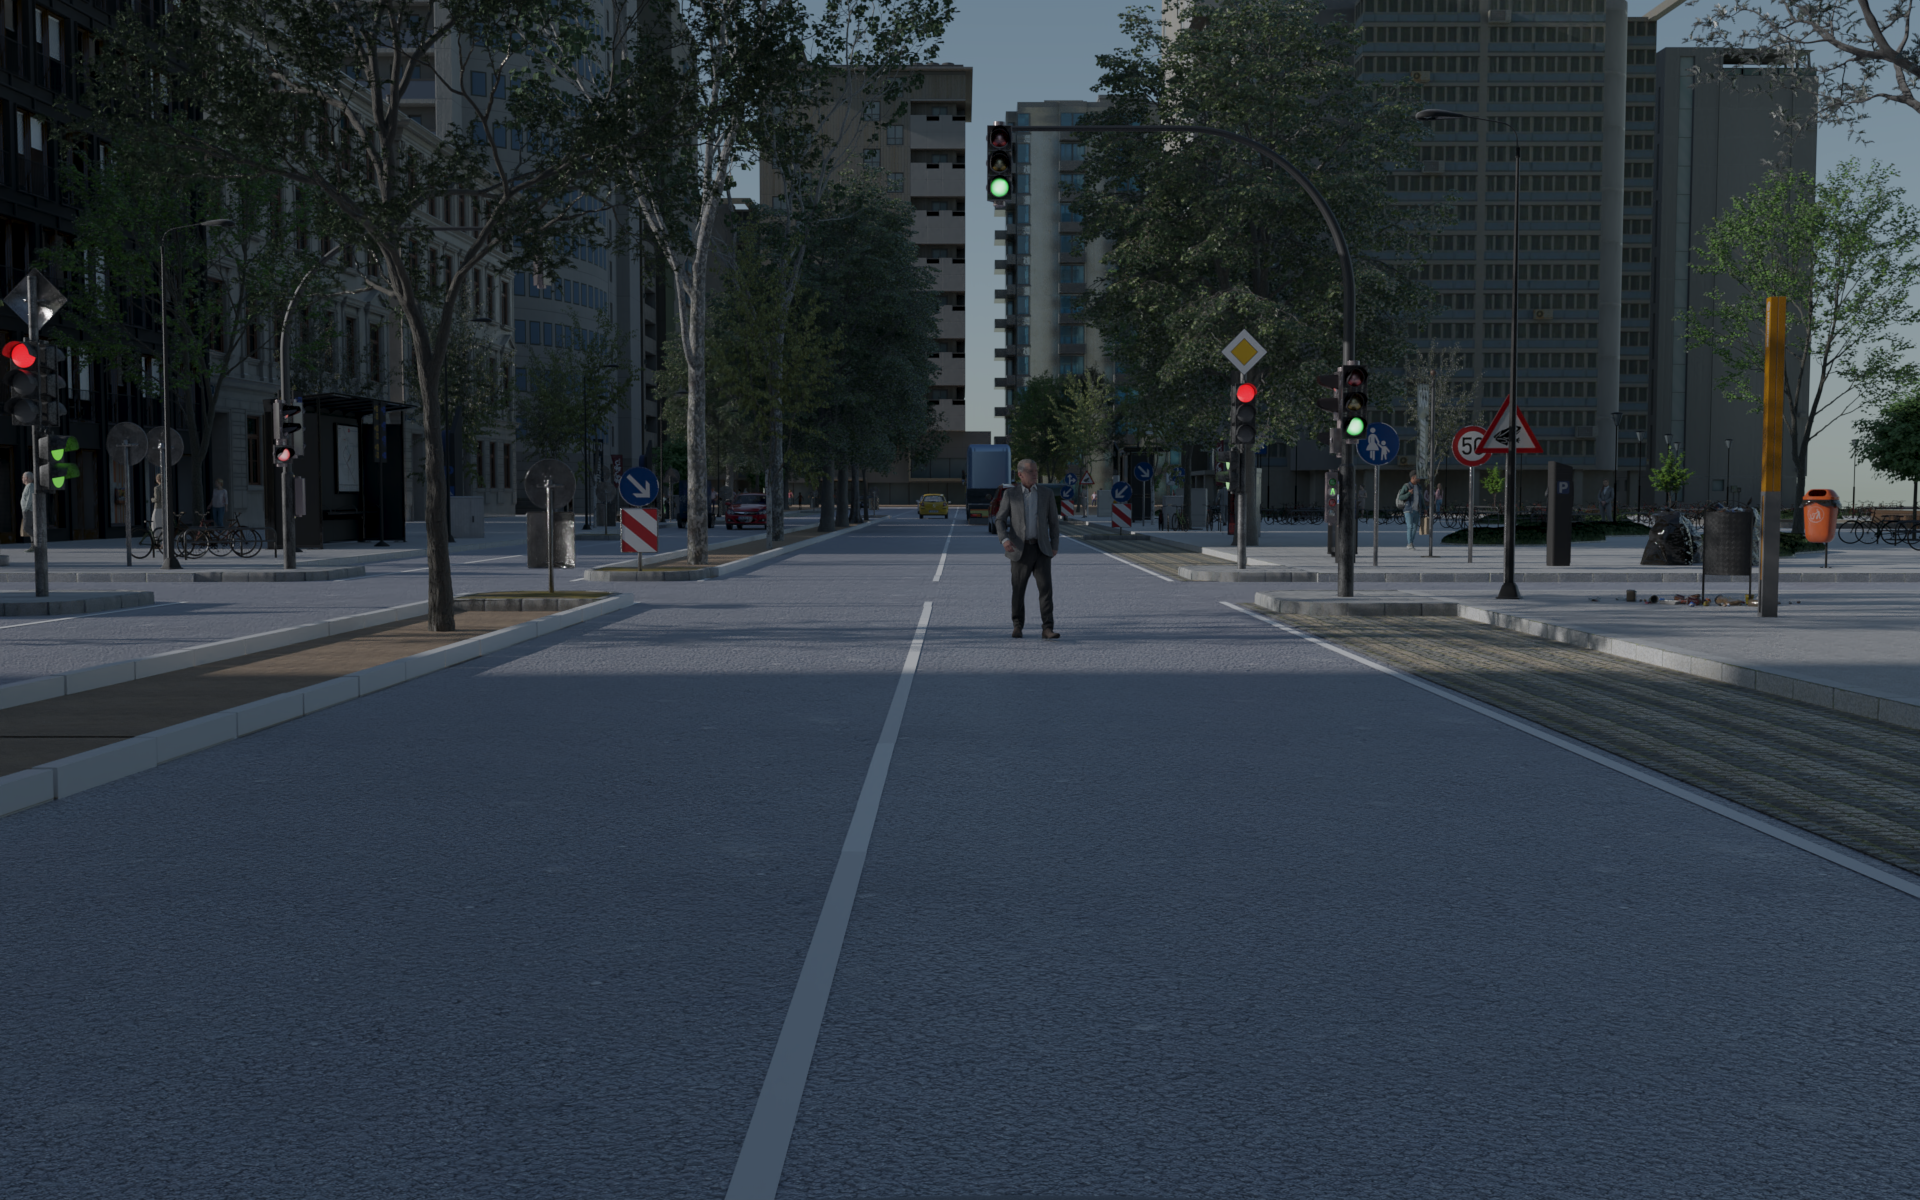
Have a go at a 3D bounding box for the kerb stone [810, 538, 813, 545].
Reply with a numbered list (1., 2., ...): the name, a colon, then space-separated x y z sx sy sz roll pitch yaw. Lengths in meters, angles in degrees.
1. kerb stone: -4.252 -1.584 48.109 0.120 0.150 1.000 0 3 0

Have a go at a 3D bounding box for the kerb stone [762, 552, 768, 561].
1. kerb stone: -4.266 -0.895 36.851 0.120 0.150 1.000 0 3 0

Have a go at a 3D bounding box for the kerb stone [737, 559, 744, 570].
1. kerb stone: -4.264 -0.643 32.754 0.120 0.150 1.000 0 3 0

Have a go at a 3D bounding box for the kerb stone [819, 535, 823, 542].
1. kerb stone: -4.239 -1.774 51.194 0.120 0.150 1.000 0 3 0

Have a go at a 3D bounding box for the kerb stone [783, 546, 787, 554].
1. kerb stone: -4.262 -1.146 40.945 0.120 0.150 1.000 0 3 0

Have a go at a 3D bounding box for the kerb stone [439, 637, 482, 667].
1. kerb stone: -4.296 0.456 14.768 0.120 0.150 1.000 0 3 0

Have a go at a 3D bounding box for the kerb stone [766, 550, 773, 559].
1. kerb stone: -4.265 -0.959 37.873 0.120 0.150 1.000 0 3 0

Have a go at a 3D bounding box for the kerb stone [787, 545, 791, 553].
1. kerb stone: -4.260 -1.210 41.975 0.120 0.150 1.000 0 3 0

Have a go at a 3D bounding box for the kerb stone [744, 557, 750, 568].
1. kerb stone: -4.264 -0.705 33.779 0.120 0.150 1.000 0 3 0

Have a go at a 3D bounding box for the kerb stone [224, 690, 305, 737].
1. kerb stone: -4.302 0.704 10.677 0.120 0.150 1.000 0 3 0

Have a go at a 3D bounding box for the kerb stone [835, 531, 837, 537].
1. kerb stone: -4.237 -2.149 57.339 0.120 0.150 1.000 0 3 0

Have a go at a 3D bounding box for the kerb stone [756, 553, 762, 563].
1. kerb stone: -4.265 -0.832 35.829 0.120 0.150 1.000 0 3 0

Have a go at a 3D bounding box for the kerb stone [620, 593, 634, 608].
1. kerb stone: -4.287 0.016 21.933 0.120 0.150 1.000 0 3 0

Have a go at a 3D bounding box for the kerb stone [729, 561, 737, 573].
1. kerb stone: -4.265 -0.583 31.731 0.120 0.150 1.000 0 3 0

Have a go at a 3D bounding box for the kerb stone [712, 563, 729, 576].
1. kerb stone: -4.268 -0.520 30.705 0.120 0.150 1.000 0 3 0

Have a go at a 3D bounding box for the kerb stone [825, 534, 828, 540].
1. kerb stone: -4.234 -1.899 53.243 0.120 0.150 1.000 0 3 0

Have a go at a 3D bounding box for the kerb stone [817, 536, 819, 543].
1. kerb stone: -4.250 -1.710 50.169 0.120 0.150 1.000 0 3 0

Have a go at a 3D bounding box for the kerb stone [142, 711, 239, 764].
1. kerb stone: -4.301 0.767 9.649 0.120 0.150 1.000 0 3 0

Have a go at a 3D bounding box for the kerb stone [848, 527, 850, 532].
1. kerb stone: -4.230 -2.525 63.486 0.120 0.150 1.000 0 3 0

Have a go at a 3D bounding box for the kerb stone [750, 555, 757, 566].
1. kerb stone: -4.257 -0.768 34.802 0.120 0.150 1.000 0 3 0

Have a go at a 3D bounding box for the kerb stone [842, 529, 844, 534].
1. kerb stone: -4.235 -2.333 60.406 0.120 0.150 1.000 0 3 0

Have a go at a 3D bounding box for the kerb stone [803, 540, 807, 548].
1. kerb stone: -4.250 -1.460 46.064 0.120 0.150 1.000 0 3 0

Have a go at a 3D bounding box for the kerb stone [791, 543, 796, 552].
1. kerb stone: -4.252 -1.272 42.997 0.120 0.150 1.000 0 3 0

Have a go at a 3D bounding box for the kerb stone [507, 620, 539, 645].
1. kerb stone: -4.294 0.330 16.814 0.120 0.150 1.000 0 3 0

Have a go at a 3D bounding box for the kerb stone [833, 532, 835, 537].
1. kerb stone: -4.234 -2.086 56.317 0.120 0.150 1.000 0 3 0

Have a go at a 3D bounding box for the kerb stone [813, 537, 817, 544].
1. kerb stone: -4.242 -1.648 49.135 0.120 0.150 1.000 0 3 0

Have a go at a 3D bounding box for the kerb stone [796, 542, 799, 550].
1. kerb stone: -4.256 -1.331 44.020 0.120 0.150 1.000 0 3 0

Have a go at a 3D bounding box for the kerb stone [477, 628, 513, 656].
1. kerb stone: -4.289 0.392 15.790 0.120 0.150 1.000 0 3 0

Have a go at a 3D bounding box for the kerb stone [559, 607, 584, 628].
1. kerb stone: -4.290 0.207 18.861 0.120 0.150 1.000 0 3 0

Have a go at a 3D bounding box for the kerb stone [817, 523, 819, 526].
1. kerb stone: -6.306 -3.216 74.772 0.120 0.150 1.000 0 3 0

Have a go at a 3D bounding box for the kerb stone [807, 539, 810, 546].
1. kerb stone: -4.251 -1.521 47.086 0.120 0.150 1.000 0 3 0

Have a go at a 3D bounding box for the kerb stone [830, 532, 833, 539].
1. kerb stone: -4.235 -2.023 55.295 0.120 0.150 1.000 0 3 0

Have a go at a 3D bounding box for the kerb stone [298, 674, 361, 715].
1. kerb stone: -4.300 0.647 11.701 0.120 0.150 1.000 0 3 0

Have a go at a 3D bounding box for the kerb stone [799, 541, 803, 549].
1. kerb stone: -4.253 -1.397 45.042 0.120 0.150 1.000 0 3 0

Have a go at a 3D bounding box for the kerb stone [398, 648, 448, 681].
1. kerb stone: -4.296 0.517 13.746 0.120 0.150 1.000 0 3 0

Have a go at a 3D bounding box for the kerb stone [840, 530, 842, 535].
1. kerb stone: -4.226 -2.270 59.384 0.120 0.150 1.000 0 3 0

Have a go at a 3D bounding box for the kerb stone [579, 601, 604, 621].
1. kerb stone: -4.283 0.142 19.883 0.120 0.150 1.000 0 3 0

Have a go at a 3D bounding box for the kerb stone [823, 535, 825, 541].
1. kerb stone: -4.241 -1.836 52.220 0.120 0.150 1.000 0 3 0

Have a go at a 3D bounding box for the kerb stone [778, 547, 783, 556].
1. kerb stone: -4.261 -1.082 39.918 0.120 0.150 1.000 0 3 0

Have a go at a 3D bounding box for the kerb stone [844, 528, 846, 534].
1. kerb stone: -4.231 -2.400 61.438 0.120 0.150 1.000 0 3 0

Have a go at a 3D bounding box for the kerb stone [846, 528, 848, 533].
1. kerb stone: -4.224 -2.463 62.464 0.120 0.150 1.000 0 3 0

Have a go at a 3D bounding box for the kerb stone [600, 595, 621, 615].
1. kerb stone: -4.279 0.079 20.910 0.120 0.150 1.000 0 3 0

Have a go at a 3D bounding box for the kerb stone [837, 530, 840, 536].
1. kerb stone: -4.234 -2.212 58.361 0.120 0.150 1.000 0 3 0

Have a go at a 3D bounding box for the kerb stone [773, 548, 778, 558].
1. kerb stone: -4.265 -1.021 38.895 0.120 0.150 1.000 0 3 0

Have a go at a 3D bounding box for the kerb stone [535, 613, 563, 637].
1. kerb stone: -4.289 0.267 17.836 0.120 0.150 1.000 0 3 0

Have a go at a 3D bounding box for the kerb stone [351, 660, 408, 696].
1. kerb stone: -4.295 0.579 12.724 0.120 0.150 1.000 0 3 0

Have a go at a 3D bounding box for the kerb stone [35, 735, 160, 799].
1. kerb stone: -4.293 0.830 8.627 0.120 0.150 1.000 0 3 0

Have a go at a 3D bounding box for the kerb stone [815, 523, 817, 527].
1. kerb stone: -6.316 -3.153 73.750 0.120 0.150 1.000 0 3 0

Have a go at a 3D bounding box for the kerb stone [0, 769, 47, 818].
1. kerb stone: -4.303 0.898 7.604 0.120 0.150 1.000 0 3 0

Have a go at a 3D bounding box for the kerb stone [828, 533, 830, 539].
1. kerb stone: -4.243 -1.961 54.265 0.120 0.150 1.000 0 3 0
